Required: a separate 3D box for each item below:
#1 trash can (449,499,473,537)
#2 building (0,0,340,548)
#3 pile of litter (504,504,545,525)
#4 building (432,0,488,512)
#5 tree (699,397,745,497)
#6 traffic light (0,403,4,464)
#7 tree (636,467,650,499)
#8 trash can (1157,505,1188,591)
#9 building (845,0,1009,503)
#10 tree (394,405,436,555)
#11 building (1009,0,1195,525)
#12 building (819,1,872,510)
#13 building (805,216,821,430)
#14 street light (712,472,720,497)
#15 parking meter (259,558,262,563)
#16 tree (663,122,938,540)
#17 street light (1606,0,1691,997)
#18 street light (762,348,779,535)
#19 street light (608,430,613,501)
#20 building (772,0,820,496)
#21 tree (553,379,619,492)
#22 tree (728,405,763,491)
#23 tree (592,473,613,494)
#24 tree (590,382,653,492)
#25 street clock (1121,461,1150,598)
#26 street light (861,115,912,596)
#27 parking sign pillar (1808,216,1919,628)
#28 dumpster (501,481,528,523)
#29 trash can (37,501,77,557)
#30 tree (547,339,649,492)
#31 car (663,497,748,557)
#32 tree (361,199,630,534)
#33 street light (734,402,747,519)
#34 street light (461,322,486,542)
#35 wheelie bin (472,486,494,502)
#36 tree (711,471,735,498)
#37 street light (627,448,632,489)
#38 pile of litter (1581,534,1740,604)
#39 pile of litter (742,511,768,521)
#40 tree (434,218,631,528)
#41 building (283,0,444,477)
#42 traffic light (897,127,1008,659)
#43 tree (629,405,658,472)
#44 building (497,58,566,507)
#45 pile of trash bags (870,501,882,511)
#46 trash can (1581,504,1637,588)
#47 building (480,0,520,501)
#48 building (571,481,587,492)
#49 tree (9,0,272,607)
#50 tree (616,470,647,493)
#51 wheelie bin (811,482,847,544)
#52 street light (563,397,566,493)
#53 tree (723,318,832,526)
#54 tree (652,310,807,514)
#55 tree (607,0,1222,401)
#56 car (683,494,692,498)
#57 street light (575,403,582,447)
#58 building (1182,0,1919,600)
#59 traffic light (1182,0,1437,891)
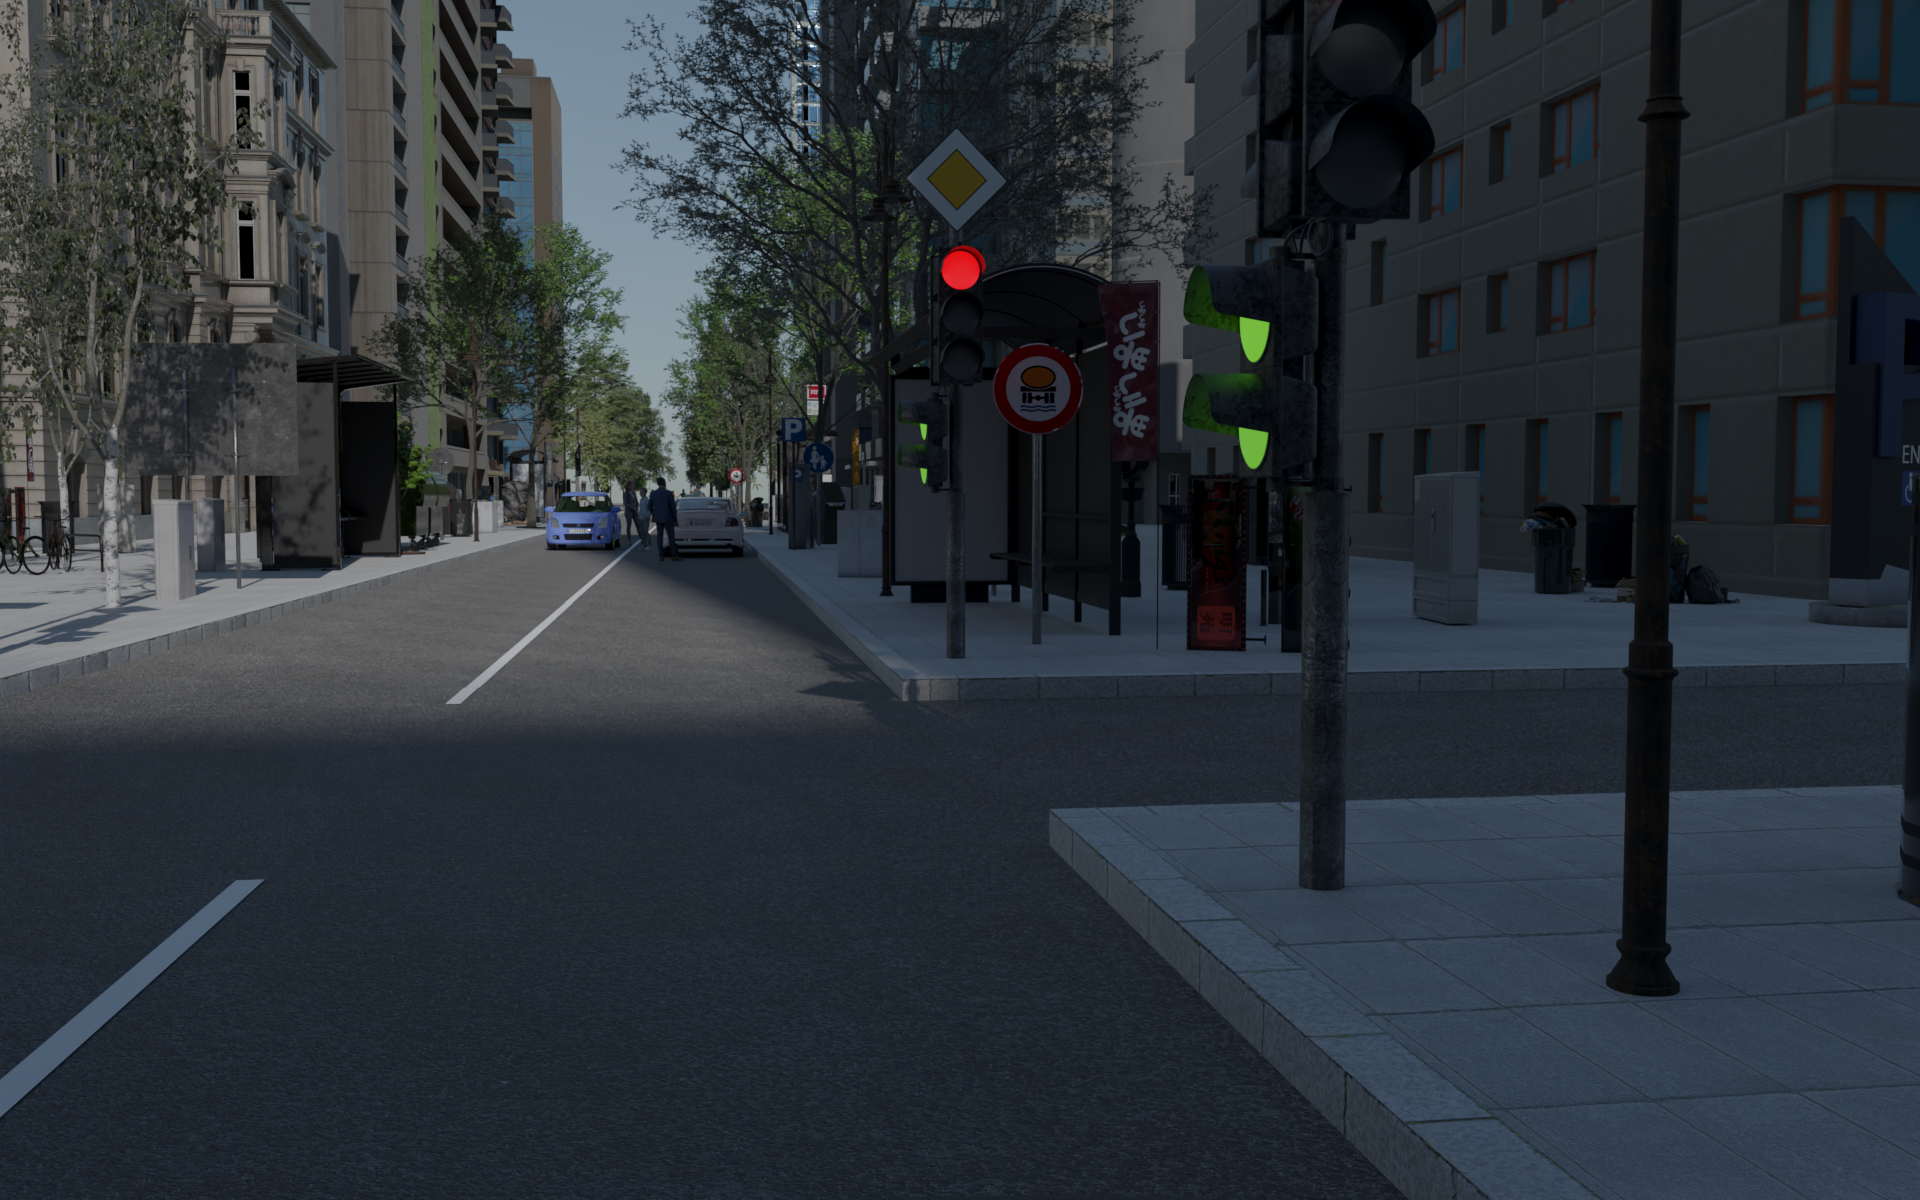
[{"bbox_3d":[-14.932,-2.455,51.785,0.748,1.137,0.748,0,3,0],"label":"trash can"},{"bbox_3d":[-29.509,-14.529,56.634,14.460,24.649,34.723,-1,4,-9],"label":"building"},{"bbox_3d":[-18.322,-3.584,72.570,1.719,0.858,1.176,1,4,10],"label":"pile of litter"},{"bbox_3d":[-41.888,-29.593,107.555,21.300,48.544,21.600,-1,4,-9],"label":"building"},{"bbox_3d":[-26.682,-16.830,193.304,7.486,12.596,7.792,0,3,0],"label":"tree"},{"bbox_3d":[-7.324,-1.431,12.313,0.839,4.253,0.868,-1,4,-9],"label":"traffic light"},{"bbox_3d":[-40.531,-16.330,217.364,4.360,8.622,3.978,0,3,0],"label":"tree"},{"bbox_3d":[3.008,-0.707,23.213,0.748,1.137,0.748,0,3,0],"label":"trash can"},{"bbox_3d":[4.934,-30.242,114.058,23.786,49.044,30.456,-1,4,-9],"label":"building"},{"bbox_3d":[-12.023,-2.576,36.713,1.663,3.219,1.824,0,3,0],"label":"tree"},{"bbox_3d":[15.365,-23.697,79.333,32.217,40.220,23.993,-1,4,-9],"label":"building"},{"bbox_3d":[-1.002,-36.727,142.481,21.231,58.520,28.212,-1,4,-9],"label":"building"},{"bbox_3d":[-5.635,-31.393,205.164,32.217,40.220,23.993,-1,4,-9],"label":"building"},{"bbox_3d":[-25.235,-12.633,179.337,0.468,5.910,1.993,-1,4,-9],"label":"street light"},{"bbox_3d":[-12.990,-1.477,32.564,0.372,1.533,0.369,0,3,0],"label":"parking meter"},{"bbox_3d":[-3.926,-7.520,48.712,9.928,11.665,9.643,0,3,0],"label":"tree"},{"bbox_3d":[1.776,-1.929,4.326,0.468,5.910,1.993,-1,4,-9],"label":"street light"},{"bbox_3d":[-5.993,-5.014,54.763,0.468,5.910,1.993,-1,4,-9],"label":"street light"},{"bbox_3d":[-24.492,-9.085,121.322,0.468,5.910,1.993,-1,4,-9],"label":"street light"},{"bbox_3d":[-13.923,-56.183,231.261,22.319,86.520,31.000,-1,4,-9],"label":"building"},{"bbox_3d":[-23.387,-9.722,109.324,4.737,8.622,4.395,0,3,0],"label":"tree"},{"bbox_3d":[-15.837,-10.679,124.962,4.737,8.622,4.395,0,3,0],"label":"tree"},{"bbox_3d":[-27.339,-8.504,133.643,1.663,3.219,1.824,0,3,0],"label":"tree"},{"bbox_3d":[-33.599,-15.929,177.445,9.611,12.733,9.660,0,3,0],"label":"tree"},{"bbox_3d":[2.127,-1.037,21.519,0.358,2.002,0.471,-3,4,-37],"label":"street clock"},{"bbox_3d":[-0.925,-2.988,21.640,0.468,5.910,1.993,-1,4,-9],"label":"street light"},{"bbox_3d":[9.241,-1.752,17.111,1.447,3.967,1.447,-2,4,-28],"label":"parking sign pillar"},{"bbox_3d":[-19.193,-4.235,75.007,1.264,1.857,1.865,-1,4,-9],"label":"dumpster"},{"bbox_3d":[-18.570,-1.468,35.654,0.748,1.137,0.748,0,3,0],"label":"trash can"},{"bbox_3d":[-26.634,-12.767,126.866,7.486,12.596,7.792,0,3,0],"label":"tree"},{"bbox_3d":[-6.031,-1.740,40.805,2.083,1.381,4.827,0,4,-7],"label":"car"},{"bbox_3d":[-15.241,-7.339,54.399,7.601,10.594,8.767,0,4,1],"label":"tree"},{"bbox_3d":[-11.013,-7.012,87.438,0.468,5.910,1.993,-1,4,-9],"label":"street light"},{"bbox_3d":[-13.066,-4.517,46.636,0.468,5.910,1.993,-1,4,-9],"label":"street light"},{"bbox_3d":[-17.859,-3.475,64.725,0.980,1.594,0.693,0,4,-3],"label":"wheelie bin"},{"bbox_3d":[-28.575,-13.738,208.336,4.285,4.588,4.351,0,3,0],"label":"tree"},{"bbox_3d":[-29.731,-11.135,154.851,0.468,5.910,1.993,-1,4,-9],"label":"street light"},{"bbox_3d":[8.345,-0.406,20.608,1.719,0.858,1.176,2,4,26],"label":"pile of litter"},{"bbox_3d":[-9.916,-4.296,84.201,1.719,0.858,1.176,-1,4,-22],"label":"pile of litter"},{"bbox_3d":[-15.980,-8.507,64.850,9.928,11.665,9.643,0,3,0],"label":"tree"},{"bbox_3d":[-35.630,-24.901,90.720,14.154,41.232,14.086,-1,4,-9],"label":"building"},{"bbox_3d":[-0.051,-1.500,13.445,0.839,4.253,0.868,-1,4,-9],"label":"traffic light"},{"bbox_3d":[-31.393,-13.803,160.087,7.601,10.594,8.767,0,4,-3],"label":"tree"},{"bbox_3d":[-49.206,-32.531,181.993,14.600,45.320,14.200,-1,4,-9],"label":"building"},{"bbox_3d":[-1.669,-2.385,48.741,1.912,1.369,3.447,1,4,19],"label":"pile of trash bags"},{"bbox_3d":[8.928,-0.744,23.825,0.748,1.137,0.748,0,3,0],"label":"trash can"},{"bbox_3d":[-45.999,-29.229,132.522,22.147,44.769,28.867,-1,4,-9],"label":"building"},{"bbox_3d":[-65.225,-32.542,223.944,32.217,40.220,23.993,-1,4,-9],"label":"building"},{"bbox_3d":[-9.758,-4.235,19.603,4.360,8.622,3.978,0,3,0],"label":"tree"},{"bbox_3d":[-38.910,-13.719,208.025,4.285,4.588,4.351,0,3,0],"label":"tree"},{"bbox_3d":[-3.395,-2.237,44.484,0.980,1.594,0.693,-3,4,-37],"label":"wheelie bin"},{"bbox_3d":[-18.112,-6.517,79.339,0.468,5.910,1.993,-1,4,-9],"label":"street light"},{"bbox_3d":[-7.398,-7.254,68.966,4.360,8.622,3.978,0,3,0],"label":"tree"},{"bbox_3d":[-13.533,-11.521,105.374,9.611,12.733,9.660,0,3,0],"label":"tree"},{"bbox_3d":[-1.080,-7.313,29.938,12.009,13.543,11.850,0,3,0],"label":"tree"},{"bbox_3d":[-17.588,-6.280,114.483,2.131,1.459,4.920,0,4,-7],"label":"car"},{"bbox_3d":[-19.429,-7.056,88.159,0.468,5.910,1.993,-1,4,-9],"label":"street light"},{"bbox_3d":[22.535,-11.682,36.046,28.899,21.520,27.650,-1,4,-9],"label":"building"},{"bbox_3d":[1.165,-1.017,5.553,0.839,4.253,0.868,-1,4,-9],"label":"traffic light"}]
